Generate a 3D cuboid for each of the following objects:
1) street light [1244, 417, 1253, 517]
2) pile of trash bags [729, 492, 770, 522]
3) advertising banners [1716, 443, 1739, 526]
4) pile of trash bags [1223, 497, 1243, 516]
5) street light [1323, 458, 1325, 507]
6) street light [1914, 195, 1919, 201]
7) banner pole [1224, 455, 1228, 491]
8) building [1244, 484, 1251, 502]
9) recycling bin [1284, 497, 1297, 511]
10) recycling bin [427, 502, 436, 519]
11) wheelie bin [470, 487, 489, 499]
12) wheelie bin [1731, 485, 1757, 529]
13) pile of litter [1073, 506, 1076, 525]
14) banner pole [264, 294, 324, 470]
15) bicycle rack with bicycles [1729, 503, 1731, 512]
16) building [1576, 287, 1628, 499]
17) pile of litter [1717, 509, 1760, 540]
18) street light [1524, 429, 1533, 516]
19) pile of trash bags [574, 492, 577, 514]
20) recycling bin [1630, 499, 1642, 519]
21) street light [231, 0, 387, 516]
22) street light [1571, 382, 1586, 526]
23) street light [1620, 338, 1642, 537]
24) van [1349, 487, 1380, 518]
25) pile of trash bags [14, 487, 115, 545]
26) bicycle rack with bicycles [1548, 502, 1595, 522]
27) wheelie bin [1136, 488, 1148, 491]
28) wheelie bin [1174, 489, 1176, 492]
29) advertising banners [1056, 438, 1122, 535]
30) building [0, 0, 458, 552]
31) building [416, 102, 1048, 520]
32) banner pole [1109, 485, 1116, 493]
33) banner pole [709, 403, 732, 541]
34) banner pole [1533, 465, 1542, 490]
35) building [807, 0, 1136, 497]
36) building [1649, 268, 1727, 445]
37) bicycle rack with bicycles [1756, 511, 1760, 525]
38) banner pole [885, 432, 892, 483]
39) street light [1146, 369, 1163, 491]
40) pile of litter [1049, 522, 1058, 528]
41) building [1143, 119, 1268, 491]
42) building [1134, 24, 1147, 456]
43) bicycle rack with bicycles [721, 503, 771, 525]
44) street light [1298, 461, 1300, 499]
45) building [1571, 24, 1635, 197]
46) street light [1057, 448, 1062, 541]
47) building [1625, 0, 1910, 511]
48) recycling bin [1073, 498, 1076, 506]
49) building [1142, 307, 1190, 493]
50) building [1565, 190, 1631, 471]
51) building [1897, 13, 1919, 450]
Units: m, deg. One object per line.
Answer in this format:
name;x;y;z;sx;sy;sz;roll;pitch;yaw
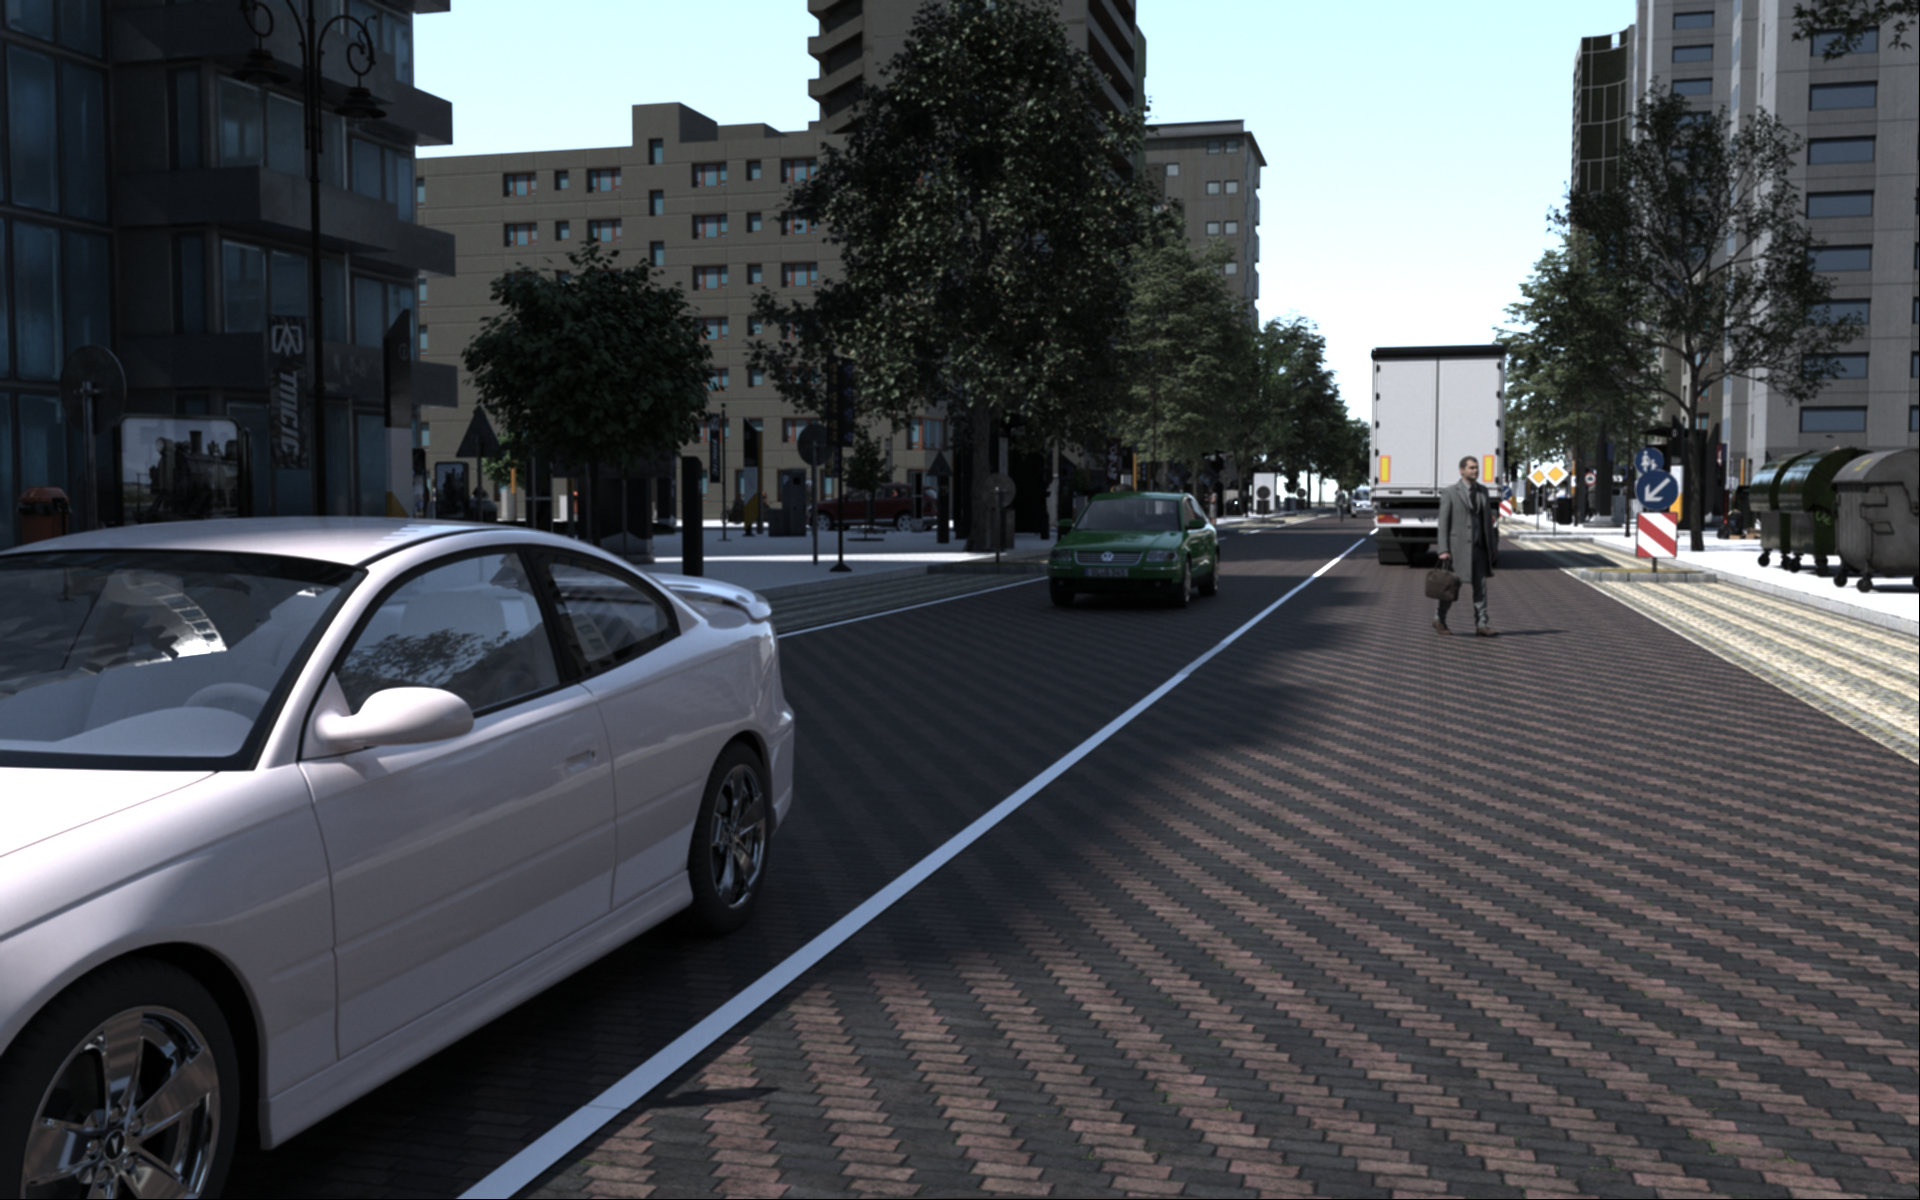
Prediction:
street light;15.949;-7.544;96.131;0.468;5.910;1.993;1;4;15
pile of trash bags;-9.474;-4.273;79.609;1.912;1.369;3.447;0;4;8
advertising banners;26.282;-3.863;59.344;0.090;3.025;2.074;0;4;4
pile of trash bags;14.865;-5.579;100.969;1.912;1.369;3.447;-3;5;-44
street light;35.894;-12.112;170.813;0.468;5.910;1.993;1;4;15
street light;11.441;-2.890;20.047;0.468;5.910;1.993;1;4;15
banner pole;17.114;-7.443;111.715;0.401;3.779;0.863;3;4;37
building;32.947;-35.733;276.120;32.217;40.220;23.993;1;4;15
recycling bin;25.782;-7.501;135.195;0.722;1.027;0.722;3;5;43
recycling bin;-16.529;-2.596;55.001;0.722;1.027;0.722;-2;4;-33
wheelie bin;-22.559;-4.492;81.357;0.693;1.594;0.980;1;4;14
wheelie bin;28.556;-3.362;62.878;0.980;1.594;0.693;0;4;-3
pile of litter;4.689;-3.648;73.606;1.176;0.858;1.719;0;4;4
banner pole;-8.161;-1.926;21.511;0.863;3.779;0.401;-3;5;-40
bicycle rack with bicycles;30.877;-3.678;73.521;2.852;0.926;2.925;3;5;43
building;92.816;-28.643;240.018;14.160;30.474;14.107;1;4;15
pile of litter;22.298;-2.158;49.256;1.719;0.858;1.176;-1;4;-12
street light;32.940;-7.807;100.430;0.468;5.910;1.993;1;4;15
pile of trash bags;-25.892;-6.751;120.137;1.912;1.369;3.447;2;4;33
recycling bin;34.499;-4.629;88.241;0.722;1.027;0.722;0;4;5
street light;-5.743;-2.611;15.479;0.468;5.910;1.993;1;4;15
street light;24.396;-5.850;68.433;0.468;5.910;1.993;1;4;15
street light;19.870;-4.807;51.380;0.468;5.910;1.993;1;4;15
van;24.641;-6.004;105.183;2.013;2.044;4.112;1;4;14
pile of trash bags;-10.653;-0.761;22.201;1.912;1.369;3.447;1;4;13
bicycle rack with bicycles;28.327;-4.040;79.434;2.925;0.926;2.852;1;4;9
wheelie bin;9.964;-5.343;95.262;0.980;1.594;0.693;1;4;17
wheelie bin;14.038;-6.529;114.652;0.980;1.594;0.693;-3;5;-45
advertising banners;4.034;-3.549;54.207;2.074;3.025;0.090;0;4;3
building;-29.358;-25.690;39.646;30.456;49.044;23.786;1;4;15
building;-11.279;-15.583;99.828;27.650;21.520;28.899;1;4;15
banner pole;10.698;-8.050;121.640;0.863;3.779;0.401;1;4;17
banner pole;-6.604;-3.510;47.413;0.401;3.779;0.863;2;4;30
banner pole;43.041;-8.497;128.944;0.863;3.779;0.401;3;5;42
building;0.904;-30.973;130.105;21.300;48.544;21.600;1;4;15
building;73.686;-18.239;143.246;27.650;21.520;28.899;1;4;15
bicycle rack with bicycles;37.351;-3.976;78.389;2.925;0.926;2.852;-1;4;-17
banner pole;-2.799;-4.791;68.351;0.401;3.779;0.863;1;4;19
street light;7.177;-5.571;63.876;0.468;5.910;1.993;1;4;15
pile of litter;2.901;-3.117;64.933;1.719;0.858;1.176;1;4;15
building;28.706;-40.430;250.270;28.713;52.752;27.495;1;4;15
building;7.811;-28.421;148.275;14.154;41.232;14.086;1;4;15
bicycle rack with bicycles;-8.860;-3.641;72.913;2.852;0.926;2.925;3;5;45
street light;27.062;-10.113;138.136;0.468;5.910;1.993;1;4;15
building;103.696;-50.793;268.713;20.563;71.187;20.611;1;4;15
street light;2.701;-4.527;46.809;0.468;5.910;1.993;1;4;15
building;77.408;-38.461;170.844;21.231;58.520;28.212;1;4;15
recycling bin;7.101;-6.034;111.209;0.722;1.027;0.722;0;4;-1
building;7.087;-19.953;171.276;27.650;21.520;28.899;1;4;15
building;96.663;-36.898;253.397;14.600;45.320;14.200;1;4;15
building;59.728;-34.624;108.103;21.231;58.520;28.212;1;4;15
